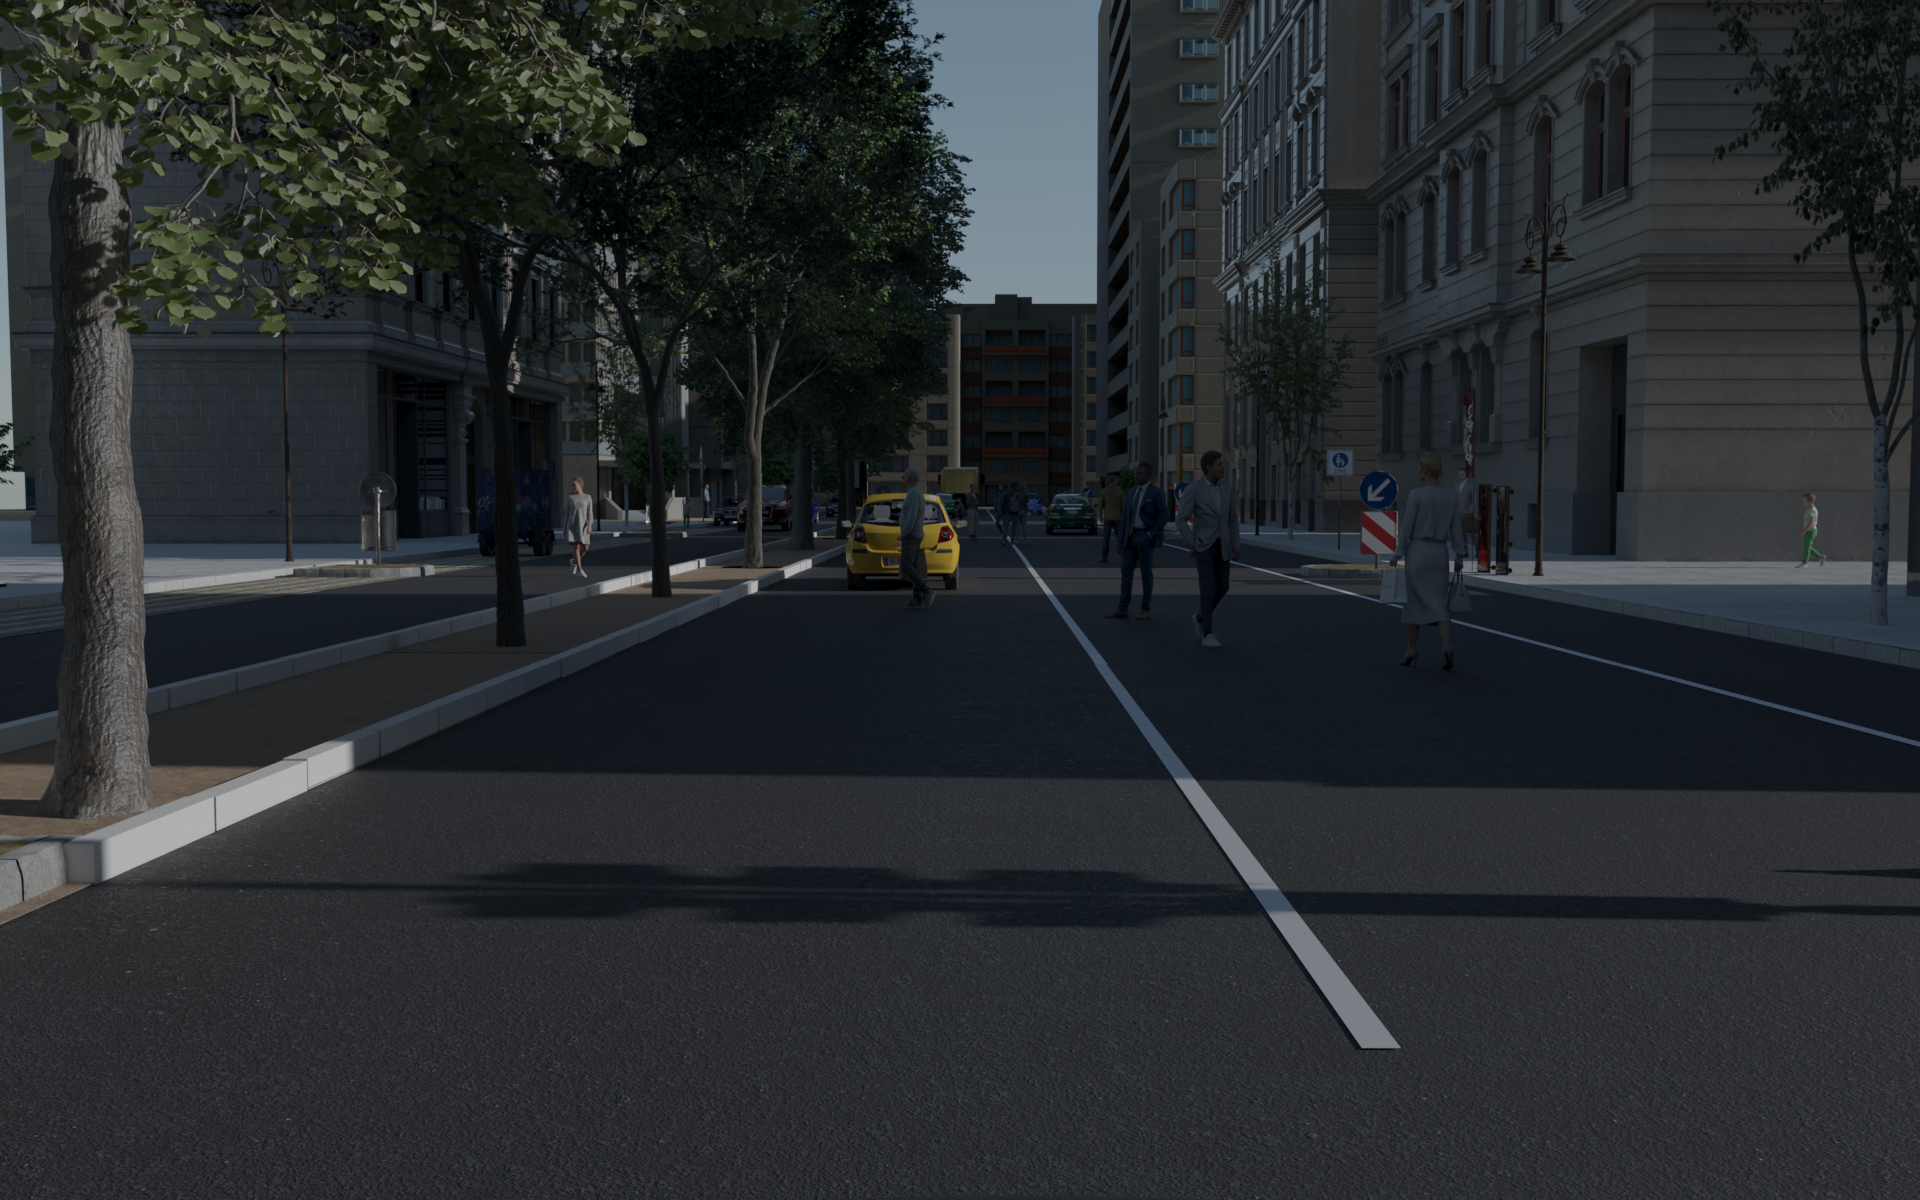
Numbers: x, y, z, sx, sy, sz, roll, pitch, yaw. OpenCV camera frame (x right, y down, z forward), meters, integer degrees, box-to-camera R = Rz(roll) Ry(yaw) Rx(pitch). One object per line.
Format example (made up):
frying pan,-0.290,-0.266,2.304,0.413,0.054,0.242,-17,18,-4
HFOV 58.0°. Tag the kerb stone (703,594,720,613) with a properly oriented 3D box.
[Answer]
kerb stone,-3.100,0.061,21.205,0.120,0.150,1.000,0,4,1

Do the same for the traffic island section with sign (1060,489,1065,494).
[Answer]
traffic island section with sign,7.977,-7.750,135.342,1.989,1.847,2.006,0,4,1

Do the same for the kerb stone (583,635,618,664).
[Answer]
kerb stone,-3.155,0.439,15.041,0.120,0.150,1.000,0,4,1

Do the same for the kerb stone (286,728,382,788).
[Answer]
kerb stone,-3.217,0.814,8.897,0.120,0.150,1.000,0,4,1

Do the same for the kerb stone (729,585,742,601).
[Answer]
kerb stone,-3.083,-0.065,23.260,0.120,0.150,1.000,0,4,1

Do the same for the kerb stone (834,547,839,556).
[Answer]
kerb stone,-2.934,-1.067,39.669,0.120,0.150,1.000,0,4,1

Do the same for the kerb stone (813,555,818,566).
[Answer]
kerb stone,-2.979,-0.755,34.543,0.120,0.150,1.000,0,4,1

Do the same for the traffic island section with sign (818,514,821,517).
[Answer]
traffic island section with sign,-9.683,-6.054,107.617,1.989,1.847,2.006,0,4,1

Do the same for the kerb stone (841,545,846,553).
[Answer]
kerb stone,-2.912,-1.194,41.722,0.120,0.150,1.000,0,4,1

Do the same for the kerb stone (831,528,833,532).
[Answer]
kerb stone,-4.815,-2.511,63.267,0.120,0.150,1.000,0,4,1

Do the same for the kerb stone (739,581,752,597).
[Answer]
kerb stone,-3.071,-0.128,24.290,0.120,0.150,1.000,0,4,1

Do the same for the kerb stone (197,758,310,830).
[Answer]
kerb stone,-3.219,0.882,7.867,0.120,0.150,1.000,0,4,1

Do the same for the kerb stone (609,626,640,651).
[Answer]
kerb stone,-3.147,0.375,16.072,0.120,0.150,1.000,0,4,1

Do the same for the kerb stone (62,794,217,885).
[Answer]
kerb stone,-3.227,0.939,6.844,0.120,0.150,1.000,0,4,1

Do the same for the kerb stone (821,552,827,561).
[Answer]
kerb stone,-2.966,-0.880,36.587,0.120,0.150,1.000,0,4,1

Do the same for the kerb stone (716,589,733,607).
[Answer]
kerb stone,-3.084,-0.002,22.233,0.120,0.150,1.000,0,4,1

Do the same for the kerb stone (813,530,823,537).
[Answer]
kerb stone,-4.862,-2.260,59.165,0.120,0.150,1.000,0,4,1

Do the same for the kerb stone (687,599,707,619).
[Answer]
kerb stone,-3.110,0.124,20.175,0.120,0.150,1.000,0,4,1

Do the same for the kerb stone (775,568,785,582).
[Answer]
kerb stone,-3.034,-0.380,28.401,0.120,0.150,1.000,0,4,1

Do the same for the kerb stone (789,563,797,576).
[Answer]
kerb stone,-3.018,-0.505,30.448,0.120,0.150,1.000,0,4,1

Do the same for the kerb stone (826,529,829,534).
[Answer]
kerb stone,-4.832,-2.387,61.217,0.120,0.150,1.000,0,4,1

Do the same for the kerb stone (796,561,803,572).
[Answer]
kerb stone,-3.013,-0.562,31.470,0.120,0.150,1.000,0,4,1

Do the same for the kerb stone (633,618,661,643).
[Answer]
kerb stone,-3.131,0.314,17.094,0.120,0.150,1.000,0,4,1

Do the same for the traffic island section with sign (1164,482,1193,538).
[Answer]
traffic island section with sign,7.298,-3.011,57.866,1.989,1.847,2.006,0,4,1

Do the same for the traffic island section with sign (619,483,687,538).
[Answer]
traffic island section with sign,-10.141,-2.986,57.456,1.989,1.847,2.006,0,4,1

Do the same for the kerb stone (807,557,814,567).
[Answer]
kerb stone,-2.980,-0.693,33.521,0.120,0.150,1.000,0,4,1

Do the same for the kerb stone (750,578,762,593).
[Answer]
kerb stone,-3.056,-0.191,25.327,0.120,0.150,1.000,0,4,1

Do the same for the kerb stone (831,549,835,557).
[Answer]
kerb stone,-2.945,-1.006,38.636,0.120,0.150,1.000,0,4,1

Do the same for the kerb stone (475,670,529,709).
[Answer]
kerb stone,-3.186,0.626,11.967,0.120,0.150,1.000,0,4,1

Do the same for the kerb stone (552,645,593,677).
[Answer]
kerb stone,-3.160,0.500,14.014,0.120,0.150,1.000,0,4,1

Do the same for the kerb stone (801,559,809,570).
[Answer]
kerb stone,-2.998,-0.630,32.498,0.120,0.150,1.000,0,4,1

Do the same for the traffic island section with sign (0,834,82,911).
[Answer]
traffic island section with sign,-4.277,0.164,5.461,2.006,1.907,1.989,0,4,1

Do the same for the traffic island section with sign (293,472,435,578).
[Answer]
traffic island section with sign,-10.385,-1.336,30.465,1.989,1.847,2.006,0,4,1

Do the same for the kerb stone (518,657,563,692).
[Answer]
kerb stone,-3.180,0.566,12.992,0.120,0.150,1.000,0,4,1

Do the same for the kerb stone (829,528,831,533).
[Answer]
kerb stone,-4.827,-2.449,62.239,0.120,0.150,1.000,0,4,1

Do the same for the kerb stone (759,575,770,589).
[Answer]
kerb stone,-3.053,-0.248,26.353,0.120,0.150,1.000,0,4,1

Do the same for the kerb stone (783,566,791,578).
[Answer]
kerb stone,-3.023,-0.442,29.426,0.120,0.150,1.000,0,4,1

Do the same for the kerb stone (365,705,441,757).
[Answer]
kerb stone,-3.206,0.751,9.923,0.120,0.150,1.000,0,4,1

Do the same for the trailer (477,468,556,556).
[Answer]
trailer,-10.217,-1.964,39.159,1.471,1.999,3.904,0,4,0

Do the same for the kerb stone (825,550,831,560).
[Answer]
kerb stone,-2.955,-0.943,37.614,0.120,0.150,1.000,0,4,1

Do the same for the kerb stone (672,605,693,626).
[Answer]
kerb stone,-3.117,0.187,19.145,0.120,0.150,1.000,0,4,1

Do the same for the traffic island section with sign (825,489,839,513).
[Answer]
traffic island section with sign,-9.442,-7.703,134.571,1.989,1.847,2.006,0,4,1

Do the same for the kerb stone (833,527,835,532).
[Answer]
kerb stone,-4.821,-2.574,64.291,0.120,0.150,1.000,0,4,1

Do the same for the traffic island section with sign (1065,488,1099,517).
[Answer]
traffic island section with sign,7.737,-6.044,107.451,1.989,1.847,2.006,0,4,1

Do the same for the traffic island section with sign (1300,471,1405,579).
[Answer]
traffic island section with sign,7.033,-1.325,30.298,1.989,1.847,2.006,0,4,1

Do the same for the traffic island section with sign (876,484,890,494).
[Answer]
traffic island section with sign,-3.607,-4.432,80.597,2.006,1.907,1.989,0,4,1

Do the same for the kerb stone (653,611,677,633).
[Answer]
kerb stone,-3.129,0.251,18.118,0.120,0.150,1.000,0,4,1

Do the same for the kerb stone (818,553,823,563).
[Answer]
kerb stone,-2.970,-0.815,35.565,0.120,0.150,1.000,0,4,1

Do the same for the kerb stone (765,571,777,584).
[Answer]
kerb stone,-3.056,-0.317,27.375,0.120,0.150,1.000,0,4,1

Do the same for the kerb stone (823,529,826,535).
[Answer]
kerb stone,-4.842,-2.320,60.194,0.120,0.150,1.000,0,4,1

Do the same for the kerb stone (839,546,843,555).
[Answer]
kerb stone,-2.916,-1.128,40.691,0.120,0.150,1.000,0,4,1

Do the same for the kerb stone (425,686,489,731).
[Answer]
kerb stone,-3.195,0.688,10.945,0.120,0.150,1.000,0,4,1
